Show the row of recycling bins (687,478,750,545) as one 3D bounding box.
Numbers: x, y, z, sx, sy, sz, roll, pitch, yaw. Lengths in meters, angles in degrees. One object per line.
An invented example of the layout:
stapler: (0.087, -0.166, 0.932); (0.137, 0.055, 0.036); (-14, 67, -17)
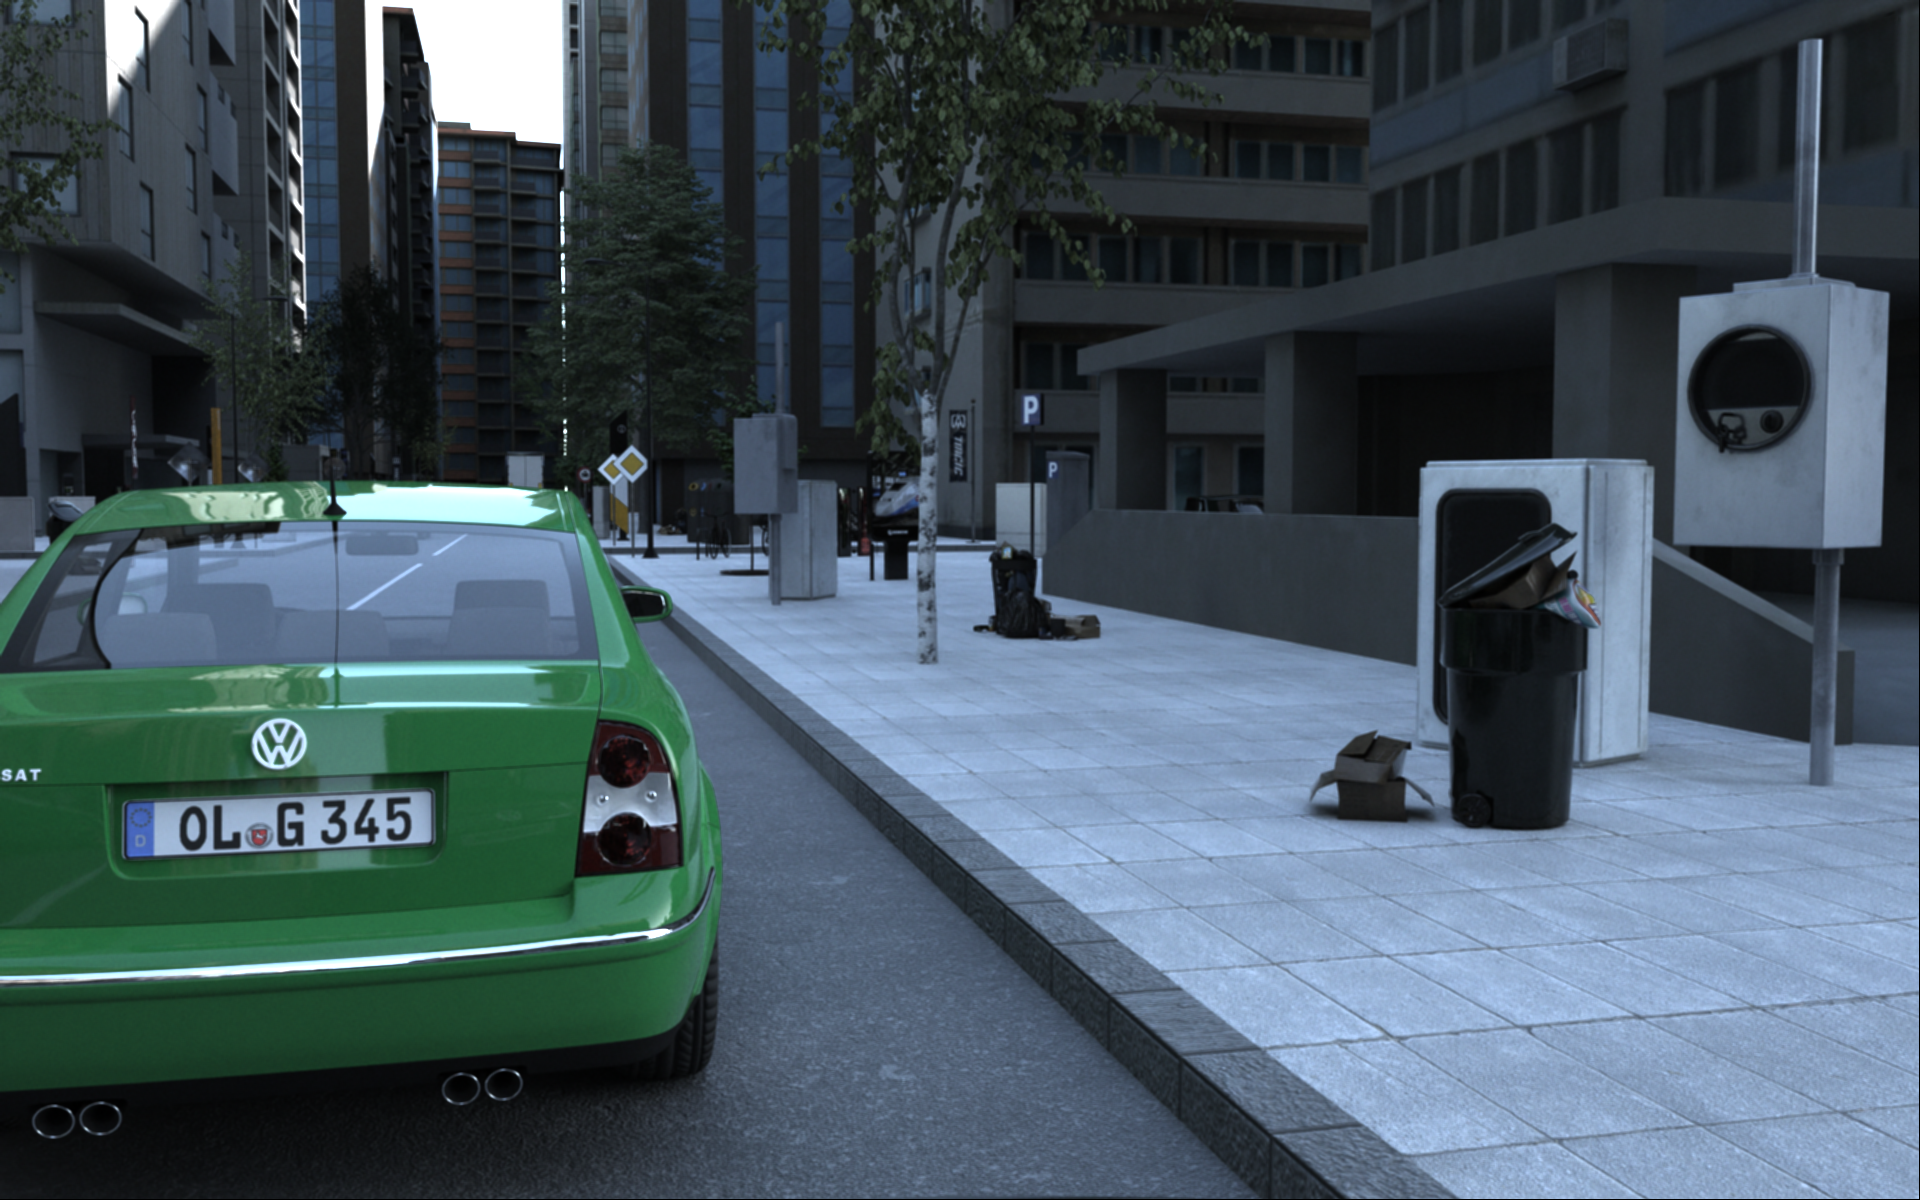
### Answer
row of recycling bins: (-6.237, -2.307, 44.829); (1.069, 1.692, 3.534); (-2, 4, -23)

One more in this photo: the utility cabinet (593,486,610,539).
utility cabinet: (-10.233, -2.496, 49.494); (0.318, 1.500, 1.173); (0, 4, -3)

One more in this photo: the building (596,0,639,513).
building: (-19.300, -27.096, 126.614); (14.154, 41.232, 14.086); (-1, 4, -14)

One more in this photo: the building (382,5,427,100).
building: (-58.480, -30.425, 152.069); (22.147, 44.769, 28.867); (-1, 4, -14)

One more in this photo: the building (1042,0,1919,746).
building: (18.359, -19.958, 18.188); (32.217, 40.220, 23.993); (-1, 4, -14)

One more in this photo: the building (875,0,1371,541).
building: (8.243, -26.612, 58.802); (21.600, 48.544, 21.300); (-1, 4, -14)

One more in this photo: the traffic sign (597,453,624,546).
traffic sign: (-8.552, -2.394, 42.779); (0.795, 2.450, 0.064); (-1, 4, -14)

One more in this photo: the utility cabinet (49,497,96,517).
utility cabinet: (-21.812, -1.922, 42.583); (0.306, 1.237, 1.020); (2, 4, 33)

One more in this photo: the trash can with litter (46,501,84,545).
trash can with litter: (-14.070, -0.994, 27.637); (1.055, 1.170, 0.624); (2, 4, 31)

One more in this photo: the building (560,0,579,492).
building: (-37.670, -47.250, 210.782); (20.611, 71.187, 20.563); (-1, 4, -14)

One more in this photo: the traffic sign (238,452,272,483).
traffic sign: (-16.607, -2.273, 40.805); (0.795, 2.450, 0.064); (-1, 4, -14)

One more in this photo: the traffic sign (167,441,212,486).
traffic sign: (-14.680, -1.799, 33.055); (0.795, 2.450, 0.064); (-1, 4, -14)

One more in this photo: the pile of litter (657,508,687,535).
pile of litter: (-9.060, -2.485, 54.601); (1.176, 0.858, 1.719); (2, 4, 25)

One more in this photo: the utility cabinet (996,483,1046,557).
utility cabinet: (1.285, -1.630, 35.324); (1.173, 1.500, 0.318); (3, 5, 40)

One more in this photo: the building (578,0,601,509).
building: (-21.571, -37.020, 147.274); (21.231, 58.520, 28.212); (-1, 4, -14)

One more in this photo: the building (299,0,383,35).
building: (-46.750, -28.585, 117.471); (14.600, 45.320, 14.200); (-1, 4, -14)

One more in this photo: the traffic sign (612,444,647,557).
traffic sign: (-6.625, -1.920, 35.029); (0.795, 2.450, 0.064); (-1, 4, -14)

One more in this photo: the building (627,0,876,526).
building: (-7.087, -26.013, 75.424); (14.600, 45.320, 14.200); (-1, 4, -14)

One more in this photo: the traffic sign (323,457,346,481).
traffic sign: (-21.613, -3.656, 59.876); (0.768, 2.556, 0.104); (0, 4, -6)

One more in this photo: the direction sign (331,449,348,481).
direction sign: (-30.891, -5.761, 86.191); (0.876, 3.537, 0.379); (0, 4, 5)

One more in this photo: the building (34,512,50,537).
building: (-40.930, -28.725, 58.899); (28.713, 52.752, 27.495); (-1, 4, -14)

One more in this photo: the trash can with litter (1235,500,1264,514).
trash can with litter: (5.579, -1.298, 32.615); (0.624, 1.170, 1.055); (-1, 4, -13)

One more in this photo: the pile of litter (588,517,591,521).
pile of litter: (-15.670, -3.712, 74.653); (1.719, 0.858, 1.176); (0, 4, 7)

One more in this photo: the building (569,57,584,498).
building: (-30.157, -29.592, 167.424); (14.154, 41.232, 14.086); (-1, 4, -14)

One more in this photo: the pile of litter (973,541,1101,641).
pile of litter: (0.719, -0.123, 15.968); (1.176, 0.858, 1.719); (0, 4, -2)

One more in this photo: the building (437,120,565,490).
building: (-61.684, -33.702, 205.657); (28.867, 44.769, 22.147); (-1, 4, -14)

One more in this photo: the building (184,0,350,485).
building: (-44.039, -39.935, 91.188); (20.563, 71.187, 20.611); (-1, 4, -14)

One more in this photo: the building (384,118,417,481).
building: (-49.388, -22.026, 131.827); (14.160, 30.474, 14.107); (-1, 4, -14)

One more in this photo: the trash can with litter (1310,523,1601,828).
trash can with litter: (1.914, 0.282, 6.778); (1.055, 1.170, 0.624); (1, 4, 12)

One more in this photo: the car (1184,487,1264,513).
car: (7.379, -2.058, 43.440); (4.222, 1.686, 2.009); (-1, 4, -12)

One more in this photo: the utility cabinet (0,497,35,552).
utility cabinet: (-21.331, -1.691, 38.813); (1.020, 1.237, 0.306); (-2, 4, -24)

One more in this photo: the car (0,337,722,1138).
car: (-1.824, 0.209, 5.386); (1.959, 1.807, 4.718); (-1, 4, -14)

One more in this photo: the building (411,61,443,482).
building: (-60.340, -32.113, 175.163); (14.200, 45.320, 14.600); (-1, 4, -14)

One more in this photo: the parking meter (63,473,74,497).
parking meter: (-25.067, -2.631, 48.733); (0.255, 1.863, 0.399); (-2, 4, -31)

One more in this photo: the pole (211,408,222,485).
pole: (-17.586, -2.885, 41.013); (0.158, 3.312, 0.155); (0, 3, 0)
